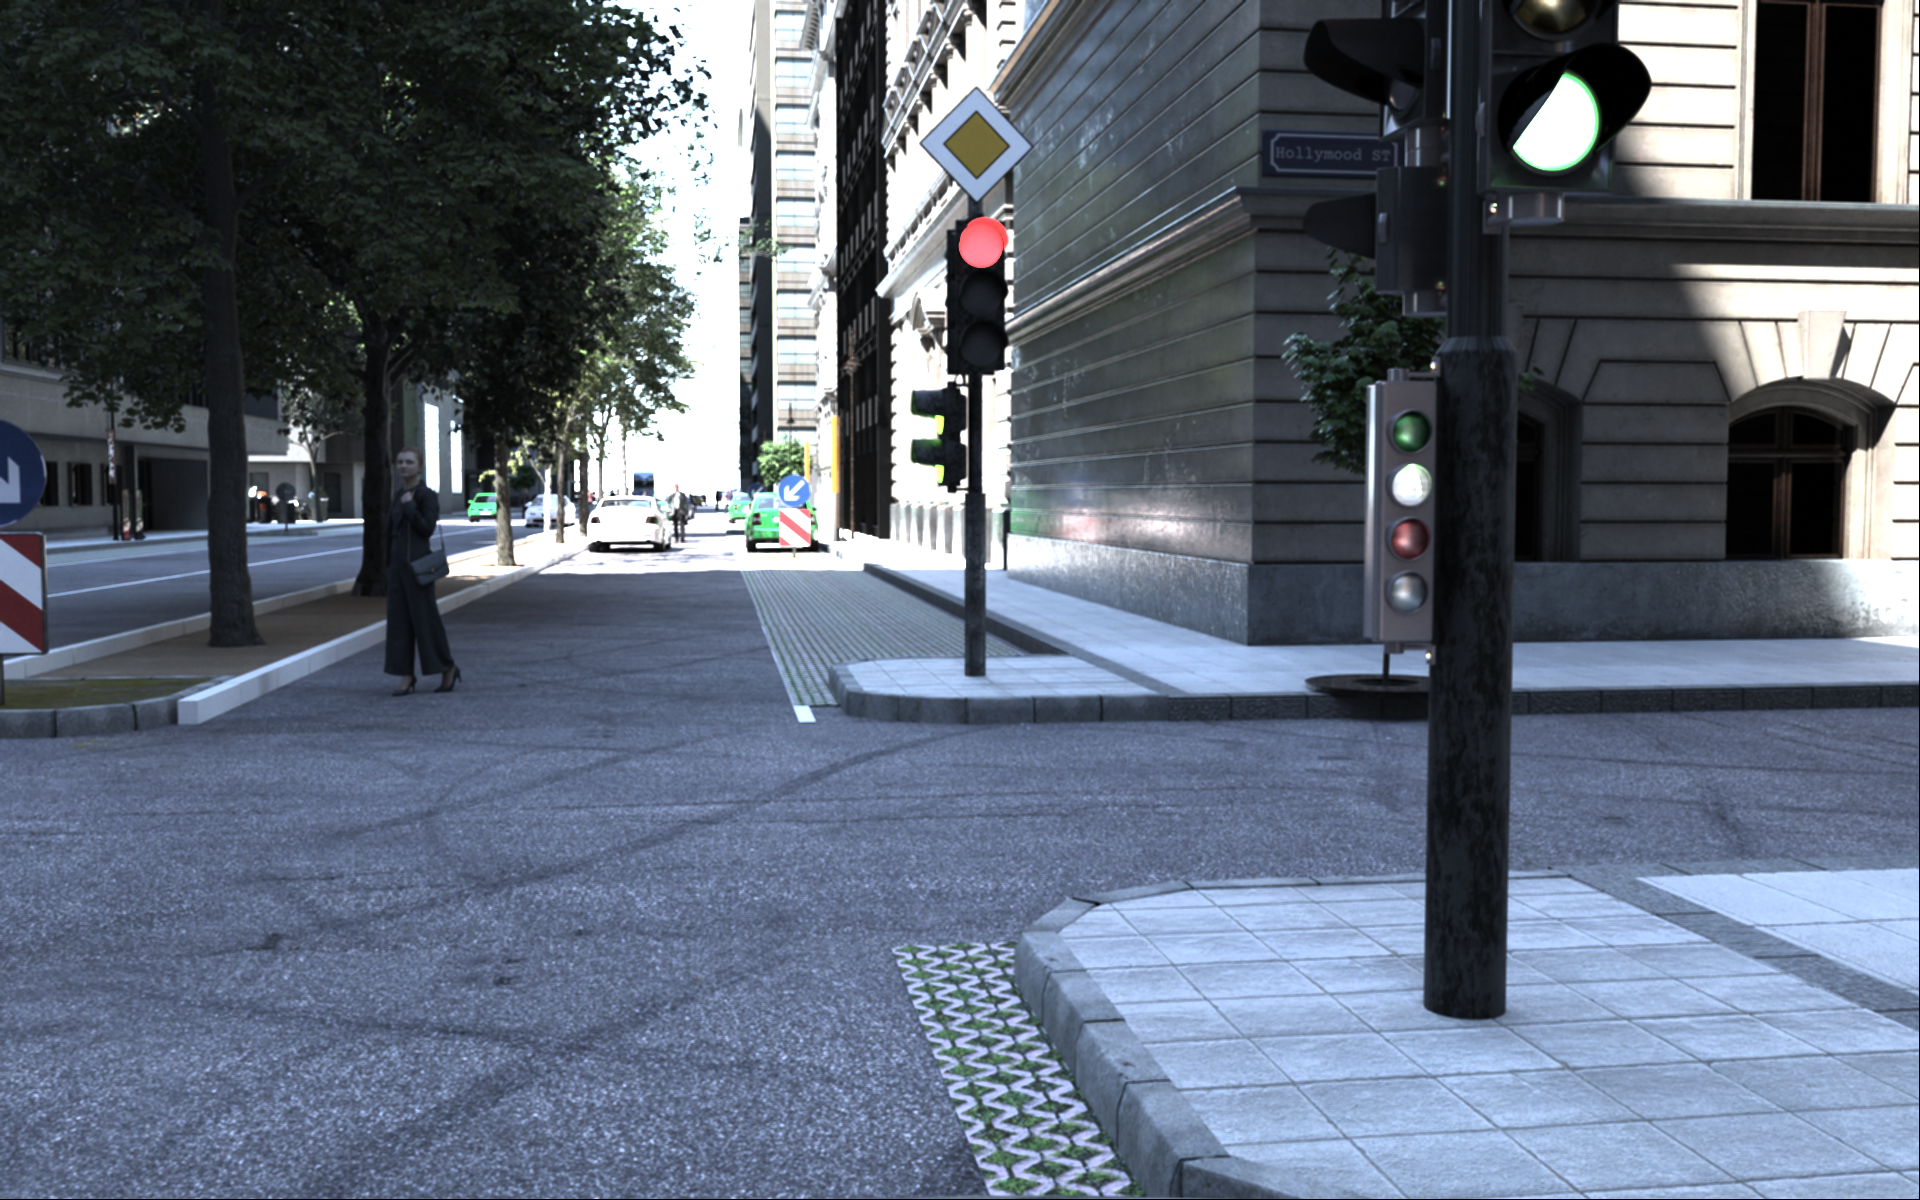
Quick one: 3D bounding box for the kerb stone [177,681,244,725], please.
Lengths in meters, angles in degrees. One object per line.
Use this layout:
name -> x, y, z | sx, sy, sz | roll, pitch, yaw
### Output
kerb stone -> -4.873, 0.670, 11.264 | 0.120, 0.150, 1.000 | -1, 4, -8

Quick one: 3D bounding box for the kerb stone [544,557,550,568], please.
kerb stone -> -8.093, -0.695, 33.556 | 0.120, 0.150, 1.000 | -1, 4, -8

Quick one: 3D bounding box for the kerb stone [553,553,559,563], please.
kerb stone -> -8.389, -0.817, 35.585 | 0.120, 0.150, 1.000 | -1, 4, -8

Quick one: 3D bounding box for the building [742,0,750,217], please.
building -> -14.787, -40.472, 203.709 | 21.231, 58.520, 28.212 | -1, 4, -8

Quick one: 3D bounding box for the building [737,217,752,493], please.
building -> -16.371, -25.156, 182.998 | 14.160, 30.474, 14.107 | -1, 4, -8

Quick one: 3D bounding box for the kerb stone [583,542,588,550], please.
kerb stone -> -9.554, -1.314, 43.687 | 0.120, 0.150, 1.000 | -1, 4, -8

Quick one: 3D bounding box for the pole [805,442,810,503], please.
pole -> -5.931, -4.491, 67.277 | 0.158, 3.312, 0.155 | 0, 3, 0

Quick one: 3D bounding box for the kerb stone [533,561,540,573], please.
kerb stone -> -7.804, -0.570, 31.523 | 0.120, 0.150, 1.000 | -1, 4, -8

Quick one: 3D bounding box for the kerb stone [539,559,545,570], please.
kerb stone -> -7.954, -0.633, 32.539 | 0.120, 0.150, 1.000 | -1, 4, -8

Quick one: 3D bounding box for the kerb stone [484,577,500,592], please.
kerb stone -> -6.921, -0.199, 25.448 | 0.120, 0.150, 1.000 | -1, 4, -8

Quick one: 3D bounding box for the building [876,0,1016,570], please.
building -> 4.146, -12.804, 38.224 | 11.050, 23.489, 19.941 | -1, 4, -8

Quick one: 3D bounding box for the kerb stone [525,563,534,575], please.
kerb stone -> -7.656, -0.509, 30.512 | 0.120, 0.150, 1.000 | -1, 4, -8

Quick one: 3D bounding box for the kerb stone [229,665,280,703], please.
kerb stone -> -5.023, 0.607, 12.274 | 0.120, 0.150, 1.000 | -1, 4, -8

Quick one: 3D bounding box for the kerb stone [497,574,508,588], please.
kerb stone -> -7.066, -0.260, 26.467 | 0.120, 0.150, 1.000 | -1, 4, -8

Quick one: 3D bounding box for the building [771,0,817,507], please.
building -> -4.171, -25.643, 102.850 | 14.154, 41.232, 14.086 | -1, 4, -8

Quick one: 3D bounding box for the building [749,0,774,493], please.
building -> -7.450, -32.320, 152.135 | 21.300, 48.544, 21.600 | -1, 4, -8

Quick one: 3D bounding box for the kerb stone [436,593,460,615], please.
kerb stone -> -6.337, 0.049, 21.388 | 0.120, 0.150, 1.000 | -1, 4, -8

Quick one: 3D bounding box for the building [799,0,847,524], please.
building -> 0.441, -17.663, 76.187 | 14.401, 28.519, 23.554 | -1, 4, -8

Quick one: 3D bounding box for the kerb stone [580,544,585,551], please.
kerb stone -> -9.408, -1.252, 42.670 | 0.120, 0.150, 1.000 | -1, 4, -8

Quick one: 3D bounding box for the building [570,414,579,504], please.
building -> -59.828, -34.645, 221.069 | 22.147, 44.769, 28.867 | -1, 4, -8

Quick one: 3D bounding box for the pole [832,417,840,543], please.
pole -> -3.272, -3.171, 45.687 | 0.158, 3.312, 0.155 | 0, 3, 0

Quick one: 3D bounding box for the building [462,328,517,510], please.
building -> -51.399, -33.699, 140.215 | 28.713, 52.752, 27.495 | -1, 4, -8

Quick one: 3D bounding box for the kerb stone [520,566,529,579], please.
kerb stone -> -7.500, -0.444, 29.502 | 0.120, 0.150, 1.000 | -1, 4, -8

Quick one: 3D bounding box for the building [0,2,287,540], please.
building -> -31.474, -14.275, 52.457 | 14.314, 24.678, 30.058 | -1, 4, -8

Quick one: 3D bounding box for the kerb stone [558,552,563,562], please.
kerb stone -> -8.539, -0.881, 36.596 | 0.120, 0.150, 1.000 | -1, 4, -8

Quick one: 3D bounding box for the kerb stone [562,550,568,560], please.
kerb stone -> -8.676, -0.940, 37.611 | 0.120, 0.150, 1.000 | -1, 4, -8

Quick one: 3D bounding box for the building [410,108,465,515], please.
building -> -43.969, -48.800, 110.560 | 22.319, 86.520, 31.000 | -1, 4, -8

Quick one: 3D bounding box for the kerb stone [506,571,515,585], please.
kerb stone -> -7.218, -0.321, 27.477 | 0.120, 0.150, 1.000 | -1, 4, -8

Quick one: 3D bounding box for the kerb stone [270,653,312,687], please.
kerb stone -> -5.170, 0.545, 13.286 | 0.120, 0.150, 1.000 | -1, 4, -8

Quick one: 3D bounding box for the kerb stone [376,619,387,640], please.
kerb stone -> -5.756, 0.297, 17.341 | 0.120, 0.150, 1.000 | -1, 4, -8

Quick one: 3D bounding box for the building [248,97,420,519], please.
building -> -36.912, -19.501, 90.541 | 14.160, 30.474, 14.107 | -1, 4, -8

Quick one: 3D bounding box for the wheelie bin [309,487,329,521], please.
wheelie bin -> -30.083, -4.482, 81.187 | 0.693, 1.594, 0.980 | 1, 4, 21

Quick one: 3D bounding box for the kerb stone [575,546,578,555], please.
kerb stone -> -9.117, -1.128, 40.647 | 0.120, 0.150, 1.000 | -1, 4, -8

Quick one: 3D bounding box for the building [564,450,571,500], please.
building -> -52.956, -26.233, 200.614 | 14.160, 30.474, 14.107 | -1, 4, -8

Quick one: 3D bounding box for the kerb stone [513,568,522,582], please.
kerb stone -> -7.358, -0.382, 28.490 | 0.120, 0.150, 1.000 | -1, 4, -8

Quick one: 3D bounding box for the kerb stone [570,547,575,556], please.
kerb stone -> -8.975, -1.067, 39.635 | 0.120, 0.150, 1.000 | -1, 4, -8

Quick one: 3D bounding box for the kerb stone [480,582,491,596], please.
kerb stone -> -6.780, -0.124, 24.431 | 0.120, 0.150, 1.000 | -1, 4, -8

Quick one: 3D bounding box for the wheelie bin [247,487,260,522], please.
wheelie bin -> -32.181, -4.319, 78.521 | 0.980, 1.594, 0.693 | 0, 4, -3

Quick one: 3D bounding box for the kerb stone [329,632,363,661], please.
kerb stone -> -5.461, 0.421, 15.315 | 0.120, 0.150, 1.000 | -1, 4, -8

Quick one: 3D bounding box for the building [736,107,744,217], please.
building -> -15.280, -39.346, 232.552 | 28.713, 52.752, 27.495 | -1, 4, -8

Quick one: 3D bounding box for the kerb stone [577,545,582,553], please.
kerb stone -> -9.261, -1.182, 41.659 | 0.120, 0.150, 1.000 | -1, 4, -8

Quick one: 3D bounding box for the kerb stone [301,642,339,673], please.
kerb stone -> -5.316, 0.483, 14.303 | 0.120, 0.150, 1.000 | -1, 4, -8

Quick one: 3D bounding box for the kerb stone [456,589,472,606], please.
kerb stone -> -6.484, -0.011, 22.408 | 0.120, 0.150, 1.000 | -1, 4, -8

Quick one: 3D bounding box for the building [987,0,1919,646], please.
building -> 18.447, -12.372, 21.362 | 34.723, 24.649, 14.460 | -1, 4, -8

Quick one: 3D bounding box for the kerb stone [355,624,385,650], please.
kerb stone -> -5.606, 0.359, 16.327 | 0.120, 0.150, 1.000 | -1, 4, -8

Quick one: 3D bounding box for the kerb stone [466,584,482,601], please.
kerb stone -> -6.631, -0.075, 23.420 | 0.120, 0.150, 1.000 | -1, 4, -8

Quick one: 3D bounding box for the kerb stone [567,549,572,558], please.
kerb stone -> -8.819, -1.005, 38.625 | 0.120, 0.150, 1.000 | -1, 4, -8

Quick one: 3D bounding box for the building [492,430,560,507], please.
building -> -53.432, -38.921, 178.351 | 21.231, 58.520, 28.212 | -1, 4, -8

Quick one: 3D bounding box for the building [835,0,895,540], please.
building -> 2.672, -13.879, 56.595 | 12.332, 23.373, 15.834 | -1, 4, -8

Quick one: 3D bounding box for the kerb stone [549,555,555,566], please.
kerb stone -> -8.241, -0.754, 34.568 | 0.120, 0.150, 1.000 | -1, 4, -8
